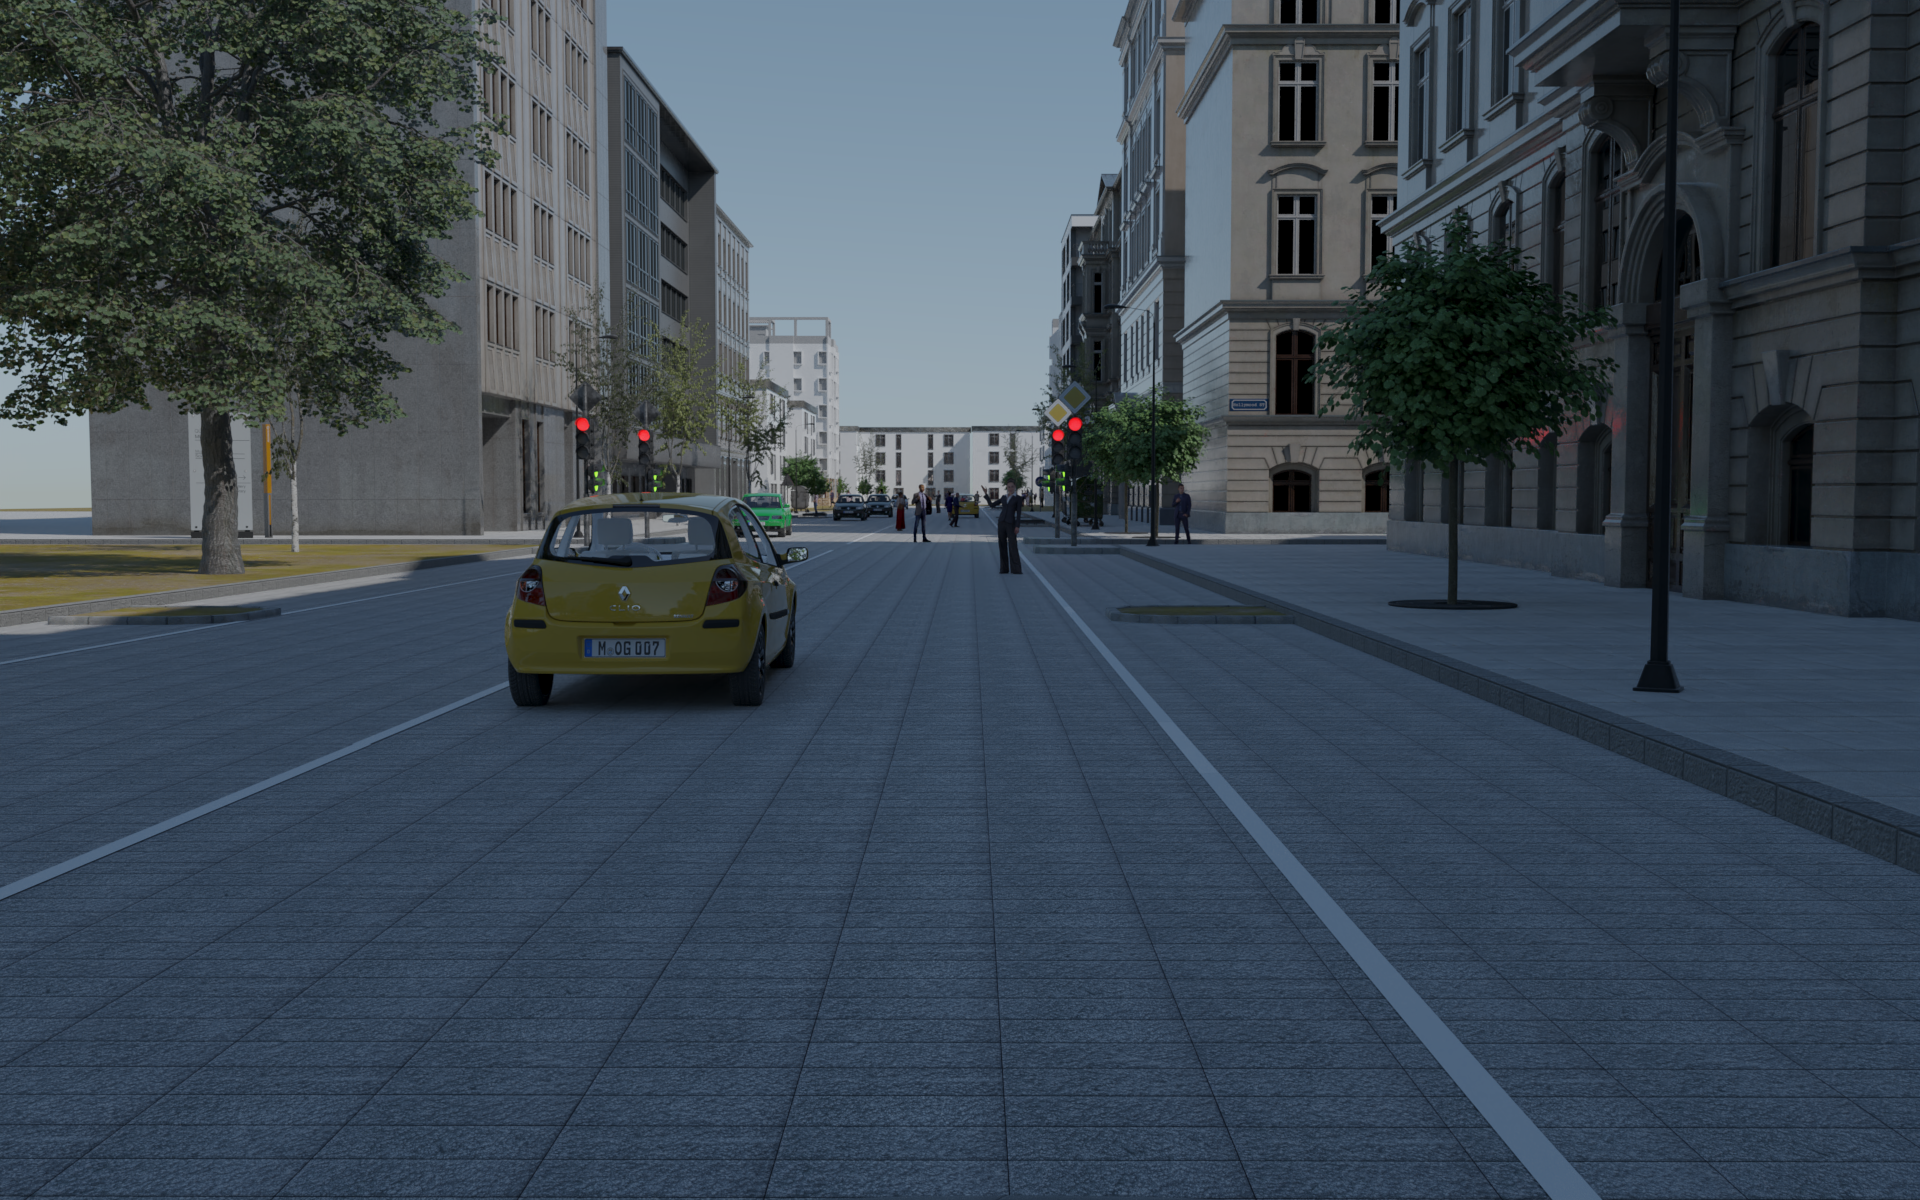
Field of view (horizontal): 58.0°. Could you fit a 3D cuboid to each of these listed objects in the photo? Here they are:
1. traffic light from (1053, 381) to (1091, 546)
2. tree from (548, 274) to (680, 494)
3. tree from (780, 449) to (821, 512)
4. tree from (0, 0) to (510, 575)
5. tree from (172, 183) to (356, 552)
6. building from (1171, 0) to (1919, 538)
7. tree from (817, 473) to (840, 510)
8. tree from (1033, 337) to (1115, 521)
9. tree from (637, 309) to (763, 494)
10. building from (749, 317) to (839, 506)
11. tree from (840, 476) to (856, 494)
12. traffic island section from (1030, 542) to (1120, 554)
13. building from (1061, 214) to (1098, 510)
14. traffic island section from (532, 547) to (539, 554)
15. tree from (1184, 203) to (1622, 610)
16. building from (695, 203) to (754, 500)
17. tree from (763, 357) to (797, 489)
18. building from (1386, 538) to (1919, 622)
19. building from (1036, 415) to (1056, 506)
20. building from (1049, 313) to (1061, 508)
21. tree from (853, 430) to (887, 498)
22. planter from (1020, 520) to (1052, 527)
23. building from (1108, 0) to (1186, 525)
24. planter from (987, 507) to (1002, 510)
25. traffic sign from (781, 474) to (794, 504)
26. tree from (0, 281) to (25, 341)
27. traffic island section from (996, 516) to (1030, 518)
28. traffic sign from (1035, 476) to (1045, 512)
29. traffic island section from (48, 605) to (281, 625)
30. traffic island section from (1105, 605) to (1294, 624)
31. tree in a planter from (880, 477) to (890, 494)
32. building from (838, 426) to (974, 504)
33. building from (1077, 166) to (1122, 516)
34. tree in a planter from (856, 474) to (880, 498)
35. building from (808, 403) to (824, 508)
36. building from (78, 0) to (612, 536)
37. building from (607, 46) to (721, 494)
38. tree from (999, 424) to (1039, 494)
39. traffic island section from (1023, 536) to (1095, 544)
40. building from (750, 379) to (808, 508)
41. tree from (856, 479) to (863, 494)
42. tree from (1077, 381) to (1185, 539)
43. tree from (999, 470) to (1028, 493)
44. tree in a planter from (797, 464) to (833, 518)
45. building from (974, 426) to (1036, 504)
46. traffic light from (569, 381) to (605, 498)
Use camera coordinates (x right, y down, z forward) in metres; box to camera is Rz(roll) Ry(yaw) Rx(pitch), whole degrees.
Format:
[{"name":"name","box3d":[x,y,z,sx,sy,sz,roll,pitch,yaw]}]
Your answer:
[{"name":"traffic light","box3d":[2.786,-3.258,42.518,0.839,4.213,0.868,0,4,0]},{"name":"tree","box3d":[-11.758,-6.641,58.944,4.360,8.622,3.978,0,3,0]},{"name":"tree","box3d":[-11.598,-8.728,126.424,4.285,4.588,4.351,0,3,0]},{"name":"tree","box3d":[-11.901,-7.382,27.354,9.857,13.997,8.962,0,3,0]},{"name":"tree","box3d":[-14.952,-5.362,38.034,4.360,8.622,3.978,0,3,0]},{"name":"building","box3d":[25.460,-14.723,59.802,34.723,24.649,14.460,0,4,0]},{"name":"tree","box3d":[-11.217,-8.940,140.767,1.663,3.219,1.824,0,3,0]},{"name":"tree","box3d":[5.260,-8.025,81.578,4.737,8.622,4.395,0,3,0]},{"name":"tree","box3d":[-11.319,-7.320,70.040,4.737,8.622,4.395,0,3,0]},{"name":"building","box3d":[-19.308,-20.480,191.275,11.380,20.091,16.016,0,4,0]},{"name":"tree","box3d":[-11.549,-10.575,167.505,1.663,3.219,1.824,0,3,0]},{"name":"traffic island section","box3d":[2.826,-1.245,42.631,2.009,0.180,2.903,0,4,0]},{"name":"building","box3d":[22.134,-18.283,142.896,27.936,21.610,32.646,0,4,0]},{"name":"traffic island section","box3d":[-9.216,-1.249,42.698,2.009,0.180,2.903,0,4,0]},{"name":"tree","box3d":[5.605,-2.208,19.815,4.285,4.588,4.351,0,3,0]},{"name":"building","box3d":[-19.285,-16.074,111.957,9.793,20.994,18.267,0,4,0]},{"name":"tree","box3d":[-10.837,-8.598,90.942,4.737,8.622,4.395,0,3,0]},{"name":"building","box3d":[14.783,-12.398,21.790,14.460,24.649,34.723,0,4,0]},{"name":"building","box3d":[13.458,-14.851,184.967,9.099,9.664,28.070,0,4,0]},{"name":"building","box3d":[16.594,-18.870,164.943,16.016,20.091,11.380,0,4,0]},{"name":"tree","box3d":[-10.448,-15.064,196.652,4.360,8.622,3.978,0,3,0]},{"name":"planter","box3d":[2.995,-3.359,76.057,1.991,0.319,1.994,0,4,0]},{"name":"building","box3d":[14.474,-17.988,80.008,13.634,28.700,20.117,0,4,0]},{"name":"planter","box3d":[3.392,-8.030,152.429,1.991,0.319,1.994,0,4,0]},{"name":"traffic sign","box3d":[-11.002,-6.755,110.452,0.884,2.594,0.081,0,4,6]},{"name":"tree","box3d":[-24.045,-7.079,37.794,6.751,12.117,7.091,0,3,0]},{"name":"traffic island section","box3d":[3.130,-4.919,103.287,1.991,0.108,1.994,0,4,0]},{"name":"traffic sign","box3d":[5.738,-7.551,123.569,0.768,2.556,0.104,0,4,6]},{"name":"traffic island section","box3d":[-9.006,0.178,19.956,1.991,0.108,1.994,0,4,0]},{"name":"traffic island section","box3d":[2.705,0.171,20.065,1.991,0.108,1.994,0,4,0]},{"name":"tree in a planter","box3d":[-8.167,-11.164,179.750,1.991,3.239,1.994,0,4,0]},{"name":"building","box3d":[-12.637,-16.849,217.633,28.070,9.664,9.099,0,4,0]},{"name":"building","box3d":[14.660,-17.691,108.330,14.460,24.649,34.723,0,4,0]},{"name":"tree in a planter","box3d":[-8.311,-9.516,152.807,1.991,3.239,1.994,0,4,0]},{"name":"building","box3d":[-18.460,-13.886,169.190,9.099,9.664,28.070,0,4,0]},{"name":"building","box3d":[-20.743,-14.960,62.622,12.078,24.808,19.932,0,4,0]},{"name":"building","box3d":[-21.321,-16.423,87.578,14.314,24.678,30.058,0,4,0]},{"name":"tree","box3d":[5.985,-14.091,180.742,4.360,8.622,3.978,0,3,0]},{"name":"traffic island section","box3d":[2.867,-1.733,50.616,2.009,0.180,2.903,0,4,0]},{"name":"building","box3d":[-18.461,-12.150,140.798,9.099,9.664,28.070,0,4,0]},{"name":"tree","box3d":[-10.615,-11.738,186.520,1.663,3.219,1.824,0,3,0]},{"name":"tree","box3d":[5.675,-4.086,50.520,4.285,4.588,4.351,0,3,0]},{"name":"tree","box3d":[6.161,-13.387,202.597,4.285,4.588,4.351,0,3,0]},{"name":"tree in a planter","box3d":[-8.584,-6.446,102.608,1.991,3.239,1.994,0,4,0]},{"name":"building","box3d":[15.470,-16.843,217.533,28.070,9.664,9.099,0,4,0]},{"name":"traffic light","box3d":[-9.176,-3.261,42.564,0.839,4.213,0.868,0,4,0]}]
